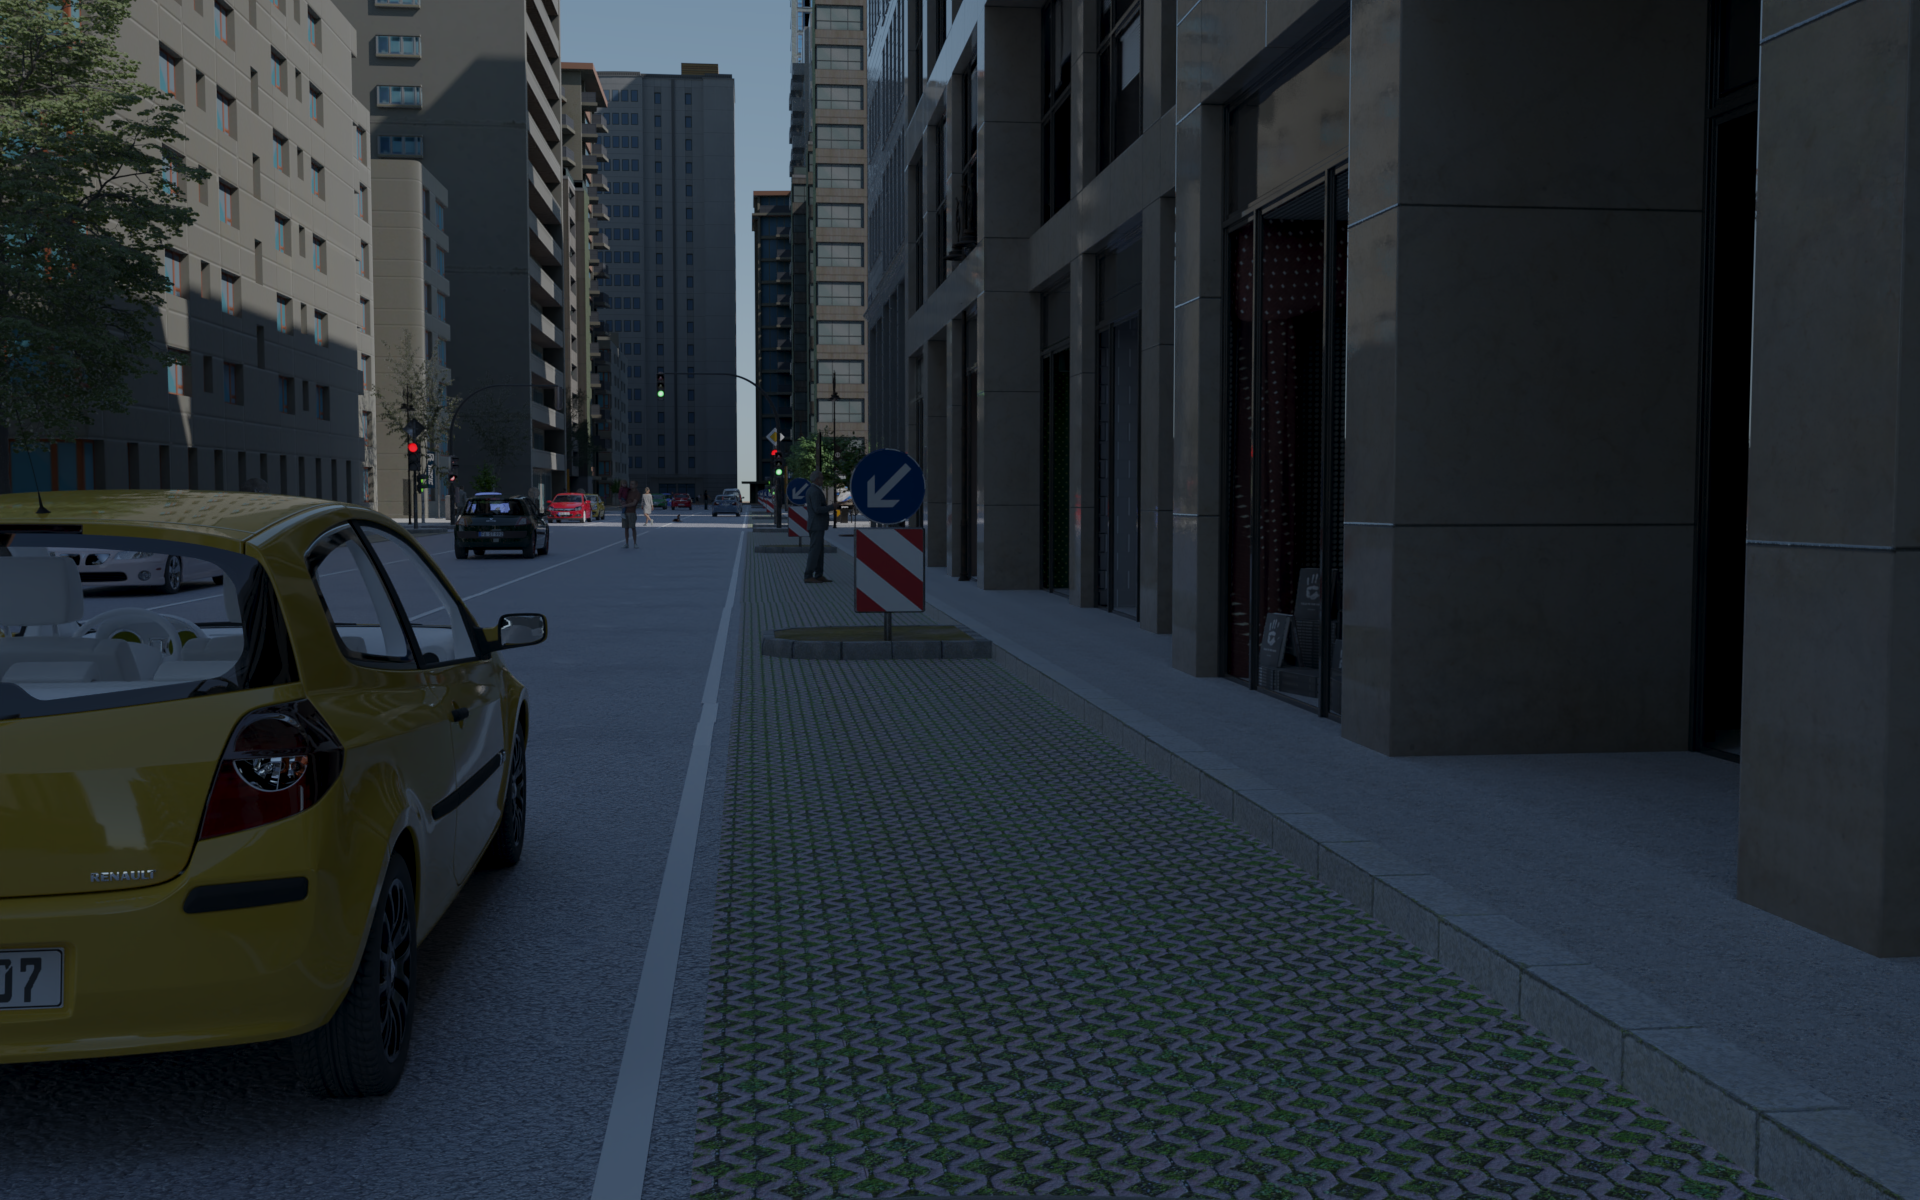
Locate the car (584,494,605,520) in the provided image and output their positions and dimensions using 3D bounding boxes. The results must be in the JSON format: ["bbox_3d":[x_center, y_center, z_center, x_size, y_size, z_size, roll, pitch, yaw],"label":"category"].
[{"bbox_3d":[-20.547,-5.199,95.226,2.015,1.641,3.980,0,4,-6],"label":"car"}]

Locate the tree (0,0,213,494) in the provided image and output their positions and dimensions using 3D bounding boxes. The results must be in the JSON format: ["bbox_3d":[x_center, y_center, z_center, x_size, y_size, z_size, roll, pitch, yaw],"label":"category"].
[{"bbox_3d":[-18.552,-7.044,33.293,7.486,12.596,7.792,0,3,0],"label":"tree"}]

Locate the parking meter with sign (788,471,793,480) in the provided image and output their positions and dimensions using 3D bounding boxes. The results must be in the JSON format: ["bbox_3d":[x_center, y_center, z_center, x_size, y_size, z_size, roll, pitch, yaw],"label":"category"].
[{"bbox_3d":[-12.463,-8.362,132.986,0.543,3.016,1.738,2,4,33],"label":"parking meter with sign"}]

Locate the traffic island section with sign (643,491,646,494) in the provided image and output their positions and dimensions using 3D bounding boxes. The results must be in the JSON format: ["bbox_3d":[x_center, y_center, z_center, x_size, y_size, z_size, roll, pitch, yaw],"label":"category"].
[{"bbox_3d":[-36.282,-11.721,200.268,1.989,1.847,2.006,0,4,-7],"label":"traffic island section with sign"}]

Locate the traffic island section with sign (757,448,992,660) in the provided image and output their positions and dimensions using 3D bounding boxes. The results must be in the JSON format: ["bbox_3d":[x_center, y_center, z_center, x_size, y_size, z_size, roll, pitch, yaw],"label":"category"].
[{"bbox_3d":[-0.819,-0.439,15.813,1.989,1.847,2.006,0,4,-7],"label":"traffic island section with sign"}]

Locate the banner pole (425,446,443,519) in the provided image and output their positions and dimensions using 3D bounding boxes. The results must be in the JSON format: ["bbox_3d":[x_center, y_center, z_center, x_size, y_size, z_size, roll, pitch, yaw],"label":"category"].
[{"bbox_3d":[-27.268,-6.100,89.749,0.863,3.779,0.401,0,4,-4],"label":"banner pole"}]

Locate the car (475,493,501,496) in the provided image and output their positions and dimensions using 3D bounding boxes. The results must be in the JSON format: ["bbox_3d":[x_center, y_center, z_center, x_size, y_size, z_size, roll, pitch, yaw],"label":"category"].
[{"bbox_3d":[-22.066,-4.368,81.001,1.945,1.707,3.694,-1,4,-8],"label":"car"}]

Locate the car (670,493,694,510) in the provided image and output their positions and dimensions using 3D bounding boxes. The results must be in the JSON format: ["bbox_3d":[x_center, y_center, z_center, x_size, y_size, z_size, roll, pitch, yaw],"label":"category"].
[{"bbox_3d":[-24.865,-8.916,154.818,2.155,1.783,4.494,0,4,-8],"label":"car"}]

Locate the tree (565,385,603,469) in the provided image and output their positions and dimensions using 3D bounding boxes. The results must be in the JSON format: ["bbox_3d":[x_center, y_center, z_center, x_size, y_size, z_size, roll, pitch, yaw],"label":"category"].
[{"bbox_3d":[-31.322,-12.214,134.103,7.601,10.594,8.767,-2,4,-32],"label":"tree"}]

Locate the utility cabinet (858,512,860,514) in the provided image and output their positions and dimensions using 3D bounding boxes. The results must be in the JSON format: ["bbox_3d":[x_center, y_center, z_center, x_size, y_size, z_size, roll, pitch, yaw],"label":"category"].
[{"bbox_3d":[-6.123,-6.333,112.226,0.318,1.500,1.173,3,5,43],"label":"utility cabinet"}]

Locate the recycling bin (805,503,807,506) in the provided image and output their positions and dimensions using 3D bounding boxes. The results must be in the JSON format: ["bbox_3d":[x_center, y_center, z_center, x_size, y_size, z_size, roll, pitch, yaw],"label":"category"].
[{"bbox_3d":[-9.694,-6.110,112.449,0.722,1.027,0.722,-1,4,-14],"label":"recycling bin"}]

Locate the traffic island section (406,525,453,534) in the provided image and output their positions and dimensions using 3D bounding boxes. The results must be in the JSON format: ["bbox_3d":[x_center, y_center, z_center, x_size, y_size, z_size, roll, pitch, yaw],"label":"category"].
[{"bbox_3d":[-20.065,-2.540,63.815,2.009,0.180,2.903,0,4,-7],"label":"traffic island section"}]

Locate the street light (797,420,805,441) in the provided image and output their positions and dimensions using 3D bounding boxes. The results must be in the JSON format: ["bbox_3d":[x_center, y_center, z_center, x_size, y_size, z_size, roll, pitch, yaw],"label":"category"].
[{"bbox_3d":[-9.887,-8.250,107.675,0.468,5.910,1.993,0,4,-7],"label":"street light"}]

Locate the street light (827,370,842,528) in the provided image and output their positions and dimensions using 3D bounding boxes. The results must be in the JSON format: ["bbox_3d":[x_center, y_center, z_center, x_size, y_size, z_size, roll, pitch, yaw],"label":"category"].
[{"bbox_3d":[-4.691,-5.625,64.757,0.468,5.910,1.993,0,4,-7],"label":"street light"}]

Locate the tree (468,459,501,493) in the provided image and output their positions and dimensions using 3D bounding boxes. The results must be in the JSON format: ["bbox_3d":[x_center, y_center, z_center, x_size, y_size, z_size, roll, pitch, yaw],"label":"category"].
[{"bbox_3d":[-26.517,-6.251,96.802,1.663,3.219,1.824,0,3,0],"label":"tree"}]

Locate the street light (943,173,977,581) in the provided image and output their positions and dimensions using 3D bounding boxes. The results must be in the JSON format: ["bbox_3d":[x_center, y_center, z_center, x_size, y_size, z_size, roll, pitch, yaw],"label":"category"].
[{"bbox_3d":[0.060,-3.218,25.406,0.468,5.910,1.993,0,4,-7],"label":"street light"}]

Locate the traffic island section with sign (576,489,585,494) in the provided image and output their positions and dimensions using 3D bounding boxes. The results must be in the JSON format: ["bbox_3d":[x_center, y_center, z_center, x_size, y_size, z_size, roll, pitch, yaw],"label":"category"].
[{"bbox_3d":[-26.933,-7.005,123.161,1.989,1.847,2.006,0,4,-7],"label":"traffic island section with sign"}]

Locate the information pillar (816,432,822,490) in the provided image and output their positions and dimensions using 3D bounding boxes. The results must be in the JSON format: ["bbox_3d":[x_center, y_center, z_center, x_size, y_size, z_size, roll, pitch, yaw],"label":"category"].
[{"bbox_3d":[-5.327,-4.527,65.371,0.183,3.616,0.504,-1,4,-22],"label":"information pillar"}]

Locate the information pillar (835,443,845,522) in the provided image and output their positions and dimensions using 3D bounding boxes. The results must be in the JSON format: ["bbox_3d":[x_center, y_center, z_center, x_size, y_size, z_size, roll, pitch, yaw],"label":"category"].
[{"bbox_3d":[-5.473,-5.352,78.866,0.504,3.616,0.183,0,4,2],"label":"information pillar"}]

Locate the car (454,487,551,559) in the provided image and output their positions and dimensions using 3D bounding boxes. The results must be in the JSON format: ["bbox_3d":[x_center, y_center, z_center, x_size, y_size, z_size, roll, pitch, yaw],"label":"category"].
[{"bbox_3d":[-10.453,-1.827,39.660,2.009,1.686,4.222,0,4,-7],"label":"car"}]

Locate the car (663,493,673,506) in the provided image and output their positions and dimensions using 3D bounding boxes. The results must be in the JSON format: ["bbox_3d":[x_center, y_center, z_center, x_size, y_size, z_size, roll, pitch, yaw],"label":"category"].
[{"bbox_3d":[-31.551,-10.757,185.464,1.945,1.707,3.694,0,4,-7],"label":"car"}]

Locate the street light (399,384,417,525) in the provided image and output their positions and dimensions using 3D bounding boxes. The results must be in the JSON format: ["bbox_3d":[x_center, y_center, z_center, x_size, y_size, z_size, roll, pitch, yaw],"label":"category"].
[{"bbox_3d":[-23.125,-6.107,72.642,0.468,5.910,1.993,0,4,-7],"label":"street light"}]

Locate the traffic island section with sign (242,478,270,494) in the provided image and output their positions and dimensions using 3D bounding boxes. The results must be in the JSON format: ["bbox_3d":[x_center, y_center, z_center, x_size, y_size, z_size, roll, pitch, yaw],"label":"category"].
[{"bbox_3d":[-17.064,-2.025,41.740,1.989,1.847,2.006,0,4,-7],"label":"traffic island section with sign"}]

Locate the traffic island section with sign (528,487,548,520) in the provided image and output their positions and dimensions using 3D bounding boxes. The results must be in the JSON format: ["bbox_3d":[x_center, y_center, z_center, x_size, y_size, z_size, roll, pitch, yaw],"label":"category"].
[{"bbox_3d":[-23.680,-5.366,96.368,1.989,1.847,2.006,0,4,-7],"label":"traffic island section with sign"}]

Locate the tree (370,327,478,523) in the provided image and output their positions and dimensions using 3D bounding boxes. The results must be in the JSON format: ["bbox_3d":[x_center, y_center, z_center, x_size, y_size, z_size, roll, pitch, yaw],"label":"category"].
[{"bbox_3d":[-23.730,-7.699,76.243,4.360,8.622,3.978,0,3,0],"label":"tree"}]

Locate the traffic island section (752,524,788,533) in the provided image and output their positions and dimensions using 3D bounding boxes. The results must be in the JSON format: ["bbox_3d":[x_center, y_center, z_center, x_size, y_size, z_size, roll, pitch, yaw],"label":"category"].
[{"bbox_3d":[-6.820,-2.638,65.409,2.009,0.180,2.903,0,4,-7],"label":"traffic island section"}]

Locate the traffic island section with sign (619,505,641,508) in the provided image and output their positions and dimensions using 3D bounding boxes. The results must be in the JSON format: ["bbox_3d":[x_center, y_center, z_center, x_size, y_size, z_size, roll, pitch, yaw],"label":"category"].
[{"bbox_3d":[-32.966,-10.051,172.962,1.989,1.847,2.006,0,4,-7],"label":"traffic island section with sign"}]

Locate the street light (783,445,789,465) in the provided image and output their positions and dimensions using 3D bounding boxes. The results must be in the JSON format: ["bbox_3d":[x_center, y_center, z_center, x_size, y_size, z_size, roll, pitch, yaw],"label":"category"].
[{"bbox_3d":[-14.761,-10.663,147.130,0.468,5.910,1.993,0,4,-7],"label":"street light"}]

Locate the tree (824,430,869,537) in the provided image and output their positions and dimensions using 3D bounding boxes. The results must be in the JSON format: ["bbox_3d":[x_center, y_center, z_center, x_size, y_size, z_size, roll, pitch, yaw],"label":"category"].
[{"bbox_3d":[-3.308,-3.534,52.388,1.663,3.219,1.824,0,3,0],"label":"tree"}]

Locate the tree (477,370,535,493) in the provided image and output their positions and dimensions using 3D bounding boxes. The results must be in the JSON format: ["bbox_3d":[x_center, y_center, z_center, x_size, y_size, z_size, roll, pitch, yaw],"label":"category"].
[{"bbox_3d":[-27.829,-9.394,103.947,4.360,8.622,3.978,0,3,0],"label":"tree"}]

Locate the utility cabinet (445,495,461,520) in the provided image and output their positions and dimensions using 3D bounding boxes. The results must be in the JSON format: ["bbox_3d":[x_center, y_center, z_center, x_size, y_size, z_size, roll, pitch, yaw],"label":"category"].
[{"bbox_3d":[-24.892,-4.521,85.085,1.020,1.237,0.306,3,5,41],"label":"utility cabinet"}]

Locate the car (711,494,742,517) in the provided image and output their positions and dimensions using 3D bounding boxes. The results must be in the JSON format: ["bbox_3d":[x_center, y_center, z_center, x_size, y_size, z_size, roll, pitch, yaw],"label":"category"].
[{"bbox_3d":[-14.919,-6.031,110.613,2.014,1.417,4.499,0,4,-6],"label":"car"}]

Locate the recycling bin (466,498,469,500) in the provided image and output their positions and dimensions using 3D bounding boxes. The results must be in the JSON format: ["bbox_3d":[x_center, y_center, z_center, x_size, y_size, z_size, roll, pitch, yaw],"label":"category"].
[{"bbox_3d":[-29.224,-5.547,103.246,0.722,1.027,0.722,-1,4,-19],"label":"recycling bin"}]

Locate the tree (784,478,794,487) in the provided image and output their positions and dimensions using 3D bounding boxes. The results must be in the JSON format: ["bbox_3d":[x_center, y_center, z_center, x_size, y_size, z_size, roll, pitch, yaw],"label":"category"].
[{"bbox_3d":[-11.963,-8.047,126.169,1.663,3.219,1.824,0,3,0],"label":"tree"}]

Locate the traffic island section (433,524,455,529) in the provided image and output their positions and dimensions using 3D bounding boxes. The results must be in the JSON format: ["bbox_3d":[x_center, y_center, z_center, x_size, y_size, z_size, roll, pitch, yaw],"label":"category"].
[{"bbox_3d":[-21.026,-3.025,71.742,2.009,0.180,2.903,0,4,-7],"label":"traffic island section"}]

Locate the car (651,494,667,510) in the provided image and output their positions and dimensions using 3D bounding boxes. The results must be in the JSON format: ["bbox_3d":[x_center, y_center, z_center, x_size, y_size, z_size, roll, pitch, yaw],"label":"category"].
[{"bbox_3d":[-27.996,-9.233,159.762,1.959,1.807,4.718,0,4,-7],"label":"car"}]

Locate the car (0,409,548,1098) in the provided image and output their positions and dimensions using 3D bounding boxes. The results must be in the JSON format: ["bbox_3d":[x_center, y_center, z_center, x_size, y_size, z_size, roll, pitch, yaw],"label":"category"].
[{"bbox_3d":[-2.375,0.293,5.425,2.015,1.641,3.980,0,4,-8],"label":"car"}]

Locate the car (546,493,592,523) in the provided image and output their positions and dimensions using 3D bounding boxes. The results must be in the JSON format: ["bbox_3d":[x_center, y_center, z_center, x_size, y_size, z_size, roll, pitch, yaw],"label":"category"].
[{"bbox_3d":[-19.445,-4.728,86.343,2.155,1.783,4.494,0,4,-5],"label":"car"}]

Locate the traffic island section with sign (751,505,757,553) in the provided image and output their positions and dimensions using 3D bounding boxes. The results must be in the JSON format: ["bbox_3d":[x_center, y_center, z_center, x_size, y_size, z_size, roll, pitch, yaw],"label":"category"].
[{"bbox_3d":[-4.054,-2.076,42.574,1.989,1.847,2.006,0,4,-7],"label":"traffic island section with sign"}]
